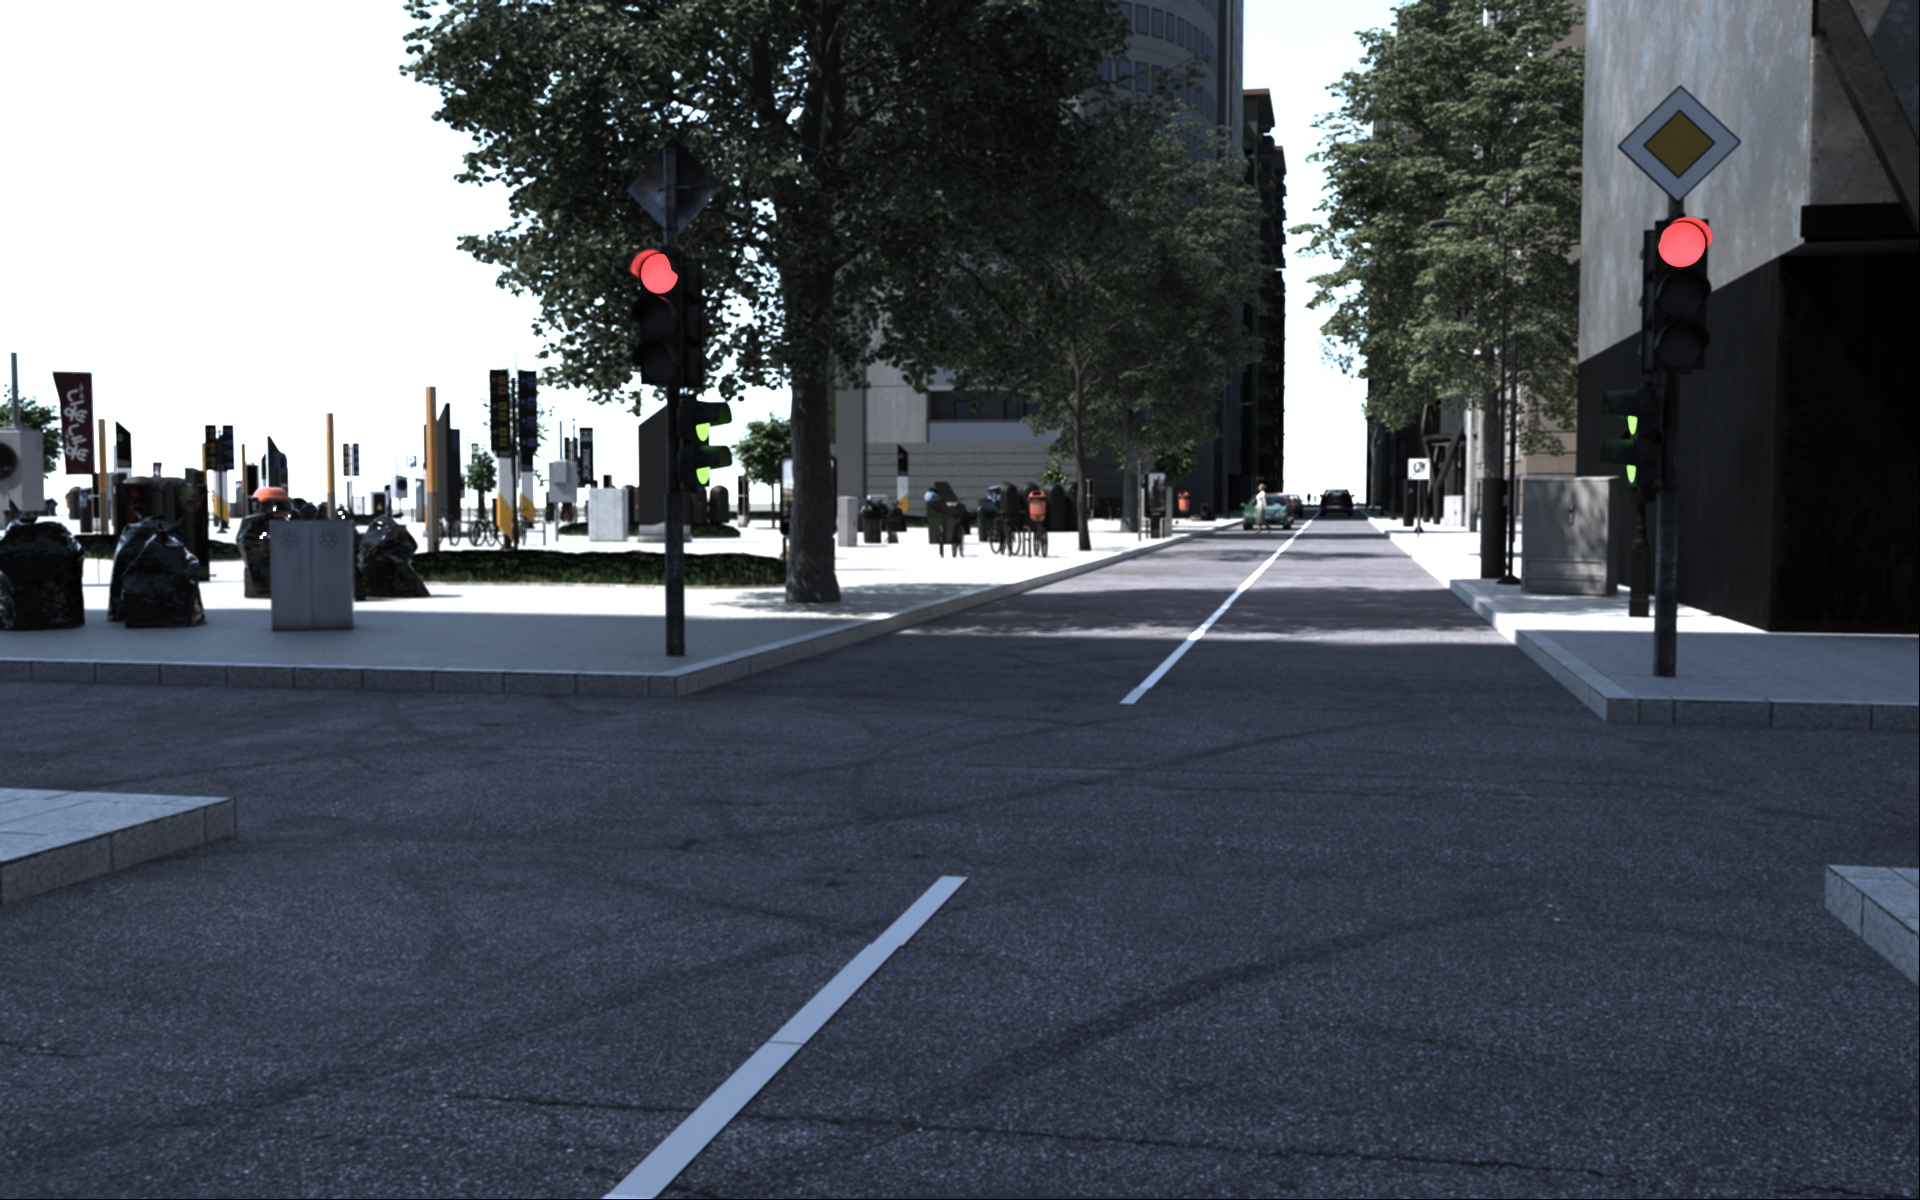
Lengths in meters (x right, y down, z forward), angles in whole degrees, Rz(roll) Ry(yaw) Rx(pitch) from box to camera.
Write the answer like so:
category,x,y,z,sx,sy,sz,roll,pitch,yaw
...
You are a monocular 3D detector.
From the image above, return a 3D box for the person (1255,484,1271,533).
category,x,y,z,sx,sy,sz,roll,pitch,yaw
person,11.098,-3.345,63.411,0.641,1.798,0.478,0,4,5

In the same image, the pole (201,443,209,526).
category,x,y,z,sx,sy,sz,roll,pitch,yaw
pole,-29.987,-4.584,68.787,0.158,3.312,0.155,0,3,0

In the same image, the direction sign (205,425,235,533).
category,x,y,z,sx,sy,sz,roll,pitch,yaw
direction sign,-24.173,-3.952,56.616,0.876,3.537,0.379,-1,4,-14

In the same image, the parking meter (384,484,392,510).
category,x,y,z,sx,sy,sz,roll,pitch,yaw
parking meter,-31.951,-5.566,96.711,0.399,1.863,0.255,-3,4,-36

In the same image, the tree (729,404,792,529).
category,x,y,z,sx,sy,sz,roll,pitch,yaw
tree,-6.947,-4.899,63.818,4.285,4.588,4.351,0,3,0

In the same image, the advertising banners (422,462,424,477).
category,x,y,z,sx,sy,sz,roll,pitch,yaw
advertising banners,-29.283,-6.063,95.310,0.090,3.025,2.074,-2,4,-32

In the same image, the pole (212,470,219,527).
category,x,y,z,sx,sy,sz,roll,pitch,yaw
pole,-29.217,-4.532,67.947,0.158,3.312,0.155,0,3,0

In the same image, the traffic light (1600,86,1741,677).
category,x,y,z,sx,sy,sz,roll,pitch,yaw
traffic light,4.950,-1.418,12.104,0.839,4.253,0.868,1,4,12

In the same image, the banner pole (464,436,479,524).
category,x,y,z,sx,sy,sz,roll,pitch,yaw
banner pole,-20.934,-5.160,74.386,0.863,3.779,0.401,2,4,27

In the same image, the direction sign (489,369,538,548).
category,x,y,z,sx,sy,sz,roll,pitch,yaw
direction sign,-8.143,-2.426,31.666,0.876,3.537,0.379,-2,4,-33

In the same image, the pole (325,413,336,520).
category,x,y,z,sx,sy,sz,roll,pitch,yaw
pole,-15.773,-3.032,43.417,0.158,3.312,0.155,0,3,0

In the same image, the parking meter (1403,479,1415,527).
category,x,y,z,sx,sy,sz,roll,pitch,yaw
parking meter,17.598,-3.802,67.870,0.399,1.863,0.255,-1,4,-20

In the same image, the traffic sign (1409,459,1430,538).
category,x,y,z,sx,sy,sz,roll,pitch,yaw
traffic sign,13.300,-2.941,50.212,0.606,2.300,0.079,1,4,18

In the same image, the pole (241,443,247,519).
category,x,y,z,sx,sy,sz,roll,pitch,yaw
pole,-28.782,-4.635,69.620,0.158,3.312,0.155,0,3,0

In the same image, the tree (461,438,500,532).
category,x,y,z,sx,sy,sz,roll,pitch,yaw
tree,-16.272,-3.978,59.638,1.663,3.219,1.824,0,3,0

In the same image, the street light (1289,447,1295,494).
category,x,y,z,sx,sy,sz,roll,pitch,yaw
street light,31.939,-12.072,169.919,1.470,5.913,1.316,1,4,12

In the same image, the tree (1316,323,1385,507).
category,x,y,z,sx,sy,sz,roll,pitch,yaw
tree,41.972,-19.144,168.889,12.611,20.169,13.585,0,3,0

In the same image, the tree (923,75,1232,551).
category,x,y,z,sx,sy,sz,roll,pitch,yaw
tree,2.505,-6.407,39.172,7.601,10.594,8.767,0,4,1

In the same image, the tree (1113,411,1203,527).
category,x,y,z,sx,sy,sz,roll,pitch,yaw
tree,7.679,-5.107,67.213,4.285,4.588,4.351,0,3,0

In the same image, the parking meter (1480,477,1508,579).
category,x,y,z,sx,sy,sz,roll,pitch,yaw
parking meter,8.104,-1.093,26.277,0.372,1.533,0.369,0,3,0

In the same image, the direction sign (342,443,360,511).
category,x,y,z,sx,sy,sz,roll,pitch,yaw
direction sign,-27.000,-5.191,76.865,0.876,3.537,0.379,1,4,19

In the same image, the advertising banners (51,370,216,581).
category,x,y,z,sx,sy,sz,roll,pitch,yaw
advertising banners,-11.915,-1.764,25.033,2.074,3.025,0.090,-2,4,-27

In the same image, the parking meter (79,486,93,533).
category,x,y,z,sx,sy,sz,roll,pitch,yaw
parking meter,-28.795,-2.975,57.051,0.372,1.533,0.369,0,3,0

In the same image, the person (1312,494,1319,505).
category,x,y,z,sx,sy,sz,roll,pitch,yaw
person,45.991,-12.990,224.149,0.557,1.426,1.065,-3,4,-36

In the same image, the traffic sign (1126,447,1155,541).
category,x,y,z,sx,sy,sz,roll,pitch,yaw
traffic sign,4.881,-2.867,46.974,0.768,2.556,0.104,1,4,16

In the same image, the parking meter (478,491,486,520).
category,x,y,z,sx,sy,sz,roll,pitch,yaw
parking meter,-24.047,-4.810,87.058,0.372,1.533,0.369,0,3,0

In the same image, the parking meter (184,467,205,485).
category,x,y,z,sx,sy,sz,roll,pitch,yaw
parking meter,-16.650,-1.958,37.732,0.399,1.863,0.255,2,4,28

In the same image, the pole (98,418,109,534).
category,x,y,z,sx,sy,sz,roll,pitch,yaw
pole,-23.128,-3.237,46.770,0.158,3.312,0.155,0,3,0

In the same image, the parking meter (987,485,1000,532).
category,x,y,z,sx,sy,sz,roll,pitch,yaw
parking meter,0.970,-2.517,49.559,0.372,1.533,0.369,0,3,0

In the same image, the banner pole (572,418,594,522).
category,x,y,z,sx,sy,sz,roll,pitch,yaw
banner pole,-12.419,-4.088,56.862,0.863,3.779,0.401,-1,4,-17

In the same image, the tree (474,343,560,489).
category,x,y,z,sx,sy,sz,roll,pitch,yaw
tree,-21.240,-8.167,83.897,4.737,8.622,4.395,0,3,0

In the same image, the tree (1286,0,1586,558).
category,x,y,z,sx,sy,sz,roll,pitch,yaw
tree,10.254,-7.119,34.527,7.486,12.596,7.792,0,3,0

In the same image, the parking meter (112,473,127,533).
category,x,y,z,sx,sy,sz,roll,pitch,yaw
parking meter,-23.147,-2.570,47.734,0.399,1.863,0.255,3,4,36

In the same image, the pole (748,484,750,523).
category,x,y,z,sx,sy,sz,roll,pitch,yaw
pole,-9.286,-4.994,75.502,0.158,3.312,0.155,0,3,0

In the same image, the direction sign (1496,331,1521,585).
category,x,y,z,sx,sy,sz,roll,pitch,yaw
direction sign,7.846,-1.994,24.593,0.379,3.537,0.876,1,4,15

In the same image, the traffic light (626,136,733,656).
category,x,y,z,sx,sy,sz,roll,pitch,yaw
traffic light,-2.246,-1.512,13.650,0.839,4.253,0.868,1,4,12

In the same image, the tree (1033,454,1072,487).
category,x,y,z,sx,sy,sz,roll,pitch,yaw
tree,4.457,-5.234,80.172,1.663,3.219,1.824,0,3,0

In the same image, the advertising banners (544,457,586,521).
category,x,y,z,sx,sy,sz,roll,pitch,yaw
advertising banners,-18.559,-5.226,81.635,2.074,3.025,0.090,-1,4,-10

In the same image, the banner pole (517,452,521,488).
category,x,y,z,sx,sy,sz,roll,pitch,yaw
banner pole,-23.027,-6.199,91.365,0.401,3.779,0.863,3,5,41

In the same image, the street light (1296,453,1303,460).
category,x,y,z,sx,sy,sz,roll,pitch,yaw
street light,38.145,-13.784,197.901,1.470,5.913,1.316,1,4,12

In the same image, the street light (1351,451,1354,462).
category,x,y,z,sx,sy,sz,roll,pitch,yaw
street light,37.160,-11.488,160.363,1.470,5.913,1.316,1,4,12

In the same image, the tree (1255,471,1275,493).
category,x,y,z,sx,sy,sz,roll,pitch,yaw
tree,26.232,-9.391,148.151,1.663,3.219,1.824,0,3,0

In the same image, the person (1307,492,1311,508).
category,x,y,z,sx,sy,sz,roll,pitch,yaw
person,37.176,-10.708,184.499,0.541,1.710,0.530,0,4,-6

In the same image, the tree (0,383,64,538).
category,x,y,z,sx,sy,sz,roll,pitch,yaw
tree,-28.071,-4.132,51.265,4.285,4.588,4.351,0,3,0

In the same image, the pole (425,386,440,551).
category,x,y,z,sx,sy,sz,roll,pitch,yaw
pole,-9.988,-2.381,32.778,0.158,3.312,0.155,0,3,0

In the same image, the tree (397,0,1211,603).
category,x,y,z,sx,sy,sz,roll,pitch,yaw
tree,-1.872,-6.949,20.265,9.857,13.997,8.962,0,3,0

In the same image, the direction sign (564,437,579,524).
category,x,y,z,sx,sy,sz,roll,pitch,yaw
direction sign,-15.423,-4.697,68.790,0.379,3.537,0.876,2,4,24
